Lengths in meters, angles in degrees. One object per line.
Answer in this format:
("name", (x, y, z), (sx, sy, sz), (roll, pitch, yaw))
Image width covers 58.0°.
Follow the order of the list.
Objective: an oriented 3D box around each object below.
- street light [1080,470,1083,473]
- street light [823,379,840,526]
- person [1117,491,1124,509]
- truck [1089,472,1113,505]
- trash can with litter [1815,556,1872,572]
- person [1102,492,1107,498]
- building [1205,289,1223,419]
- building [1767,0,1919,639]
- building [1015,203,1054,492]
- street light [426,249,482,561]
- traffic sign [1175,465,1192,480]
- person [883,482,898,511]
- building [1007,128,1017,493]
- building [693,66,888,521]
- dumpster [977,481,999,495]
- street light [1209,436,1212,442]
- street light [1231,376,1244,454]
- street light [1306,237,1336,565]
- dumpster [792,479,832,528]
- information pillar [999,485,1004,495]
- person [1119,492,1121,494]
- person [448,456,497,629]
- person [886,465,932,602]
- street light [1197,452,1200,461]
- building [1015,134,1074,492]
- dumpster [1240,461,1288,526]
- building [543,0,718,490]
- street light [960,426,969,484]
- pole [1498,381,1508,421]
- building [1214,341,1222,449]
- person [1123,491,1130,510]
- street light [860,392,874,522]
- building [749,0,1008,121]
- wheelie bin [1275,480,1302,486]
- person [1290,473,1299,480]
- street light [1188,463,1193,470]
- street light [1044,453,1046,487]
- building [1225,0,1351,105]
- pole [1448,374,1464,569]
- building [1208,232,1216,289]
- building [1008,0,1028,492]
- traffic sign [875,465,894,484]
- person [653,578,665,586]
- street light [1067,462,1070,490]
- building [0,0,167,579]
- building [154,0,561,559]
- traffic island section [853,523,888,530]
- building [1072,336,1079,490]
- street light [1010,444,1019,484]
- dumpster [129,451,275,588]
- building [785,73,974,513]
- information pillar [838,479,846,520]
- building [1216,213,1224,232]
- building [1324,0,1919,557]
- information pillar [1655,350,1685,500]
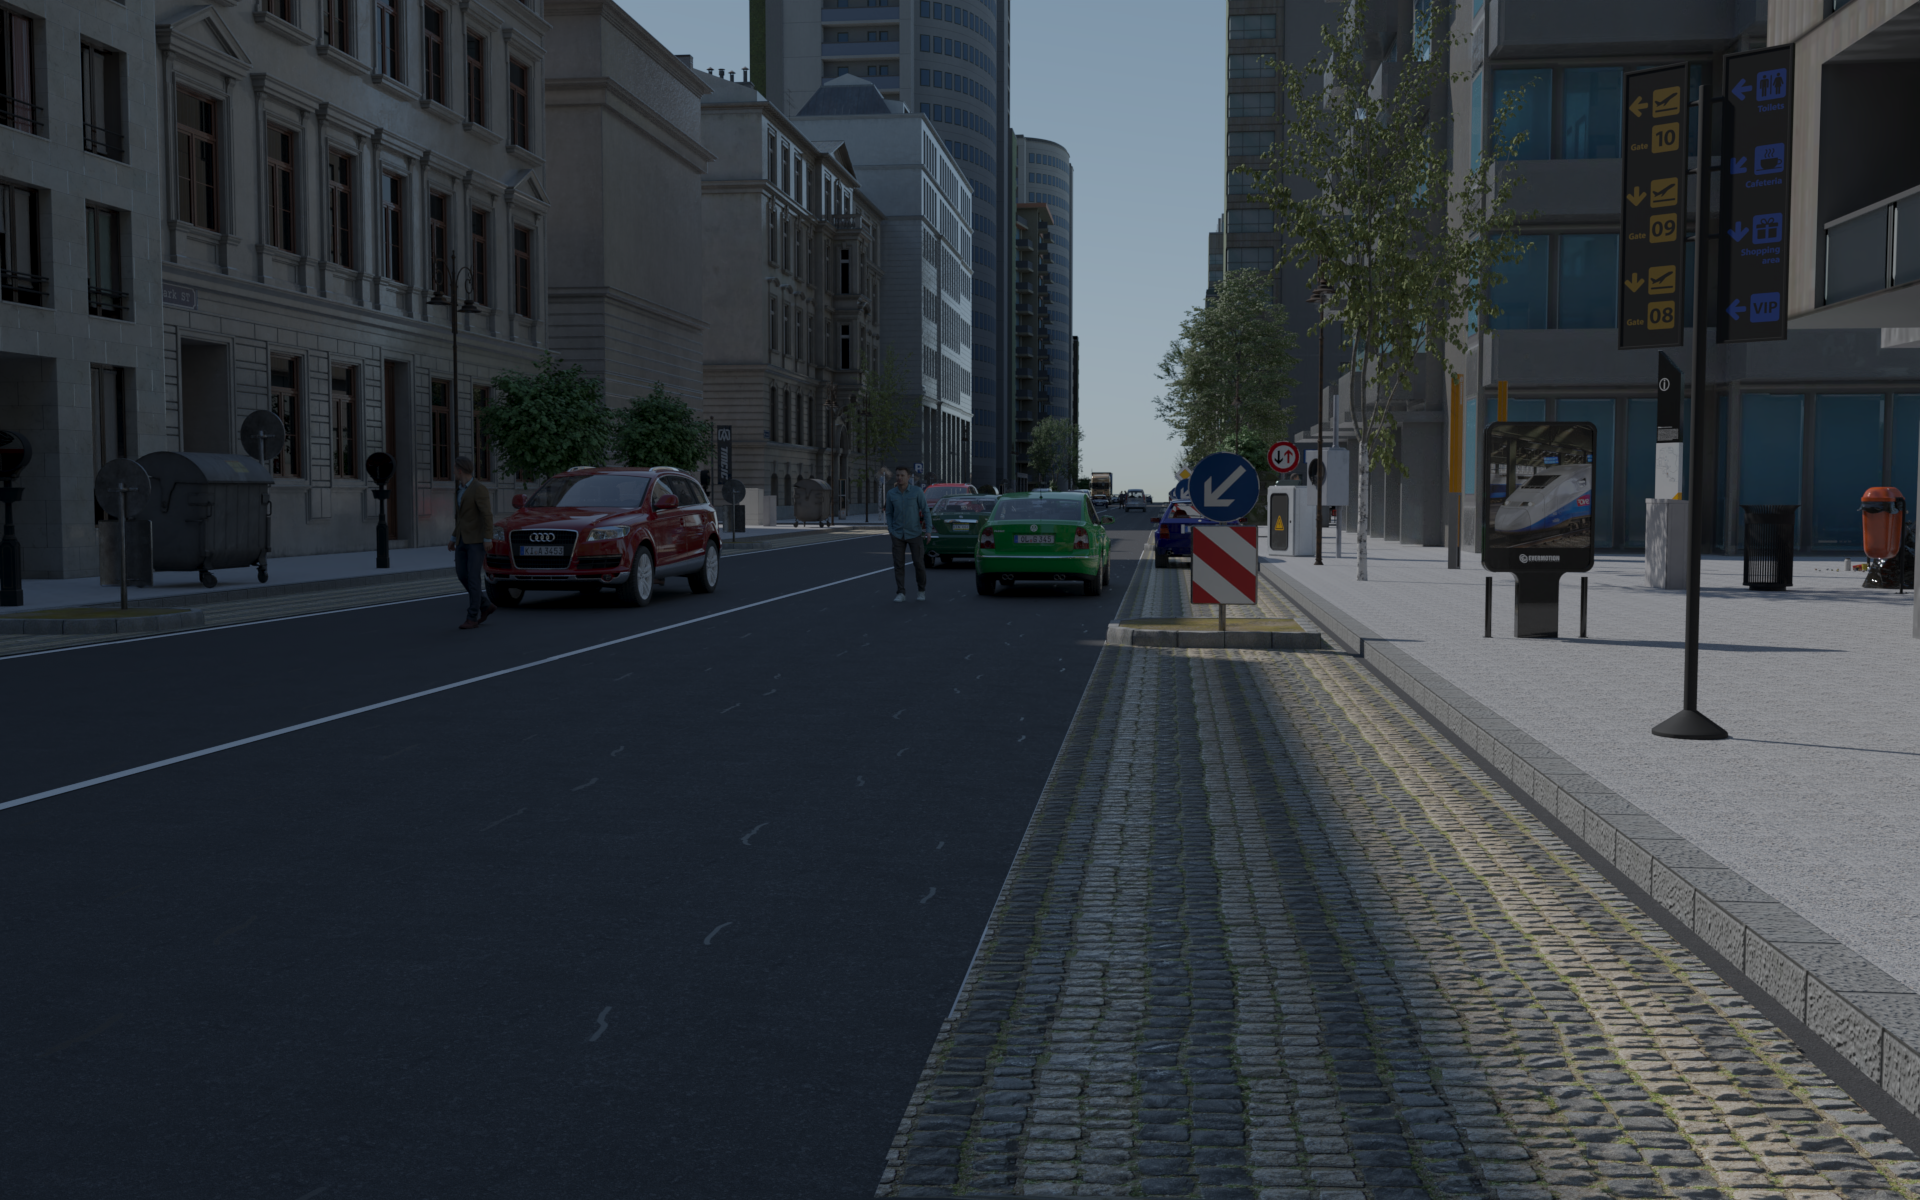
("street light", (19.272, -18.413, 273.833), (0.468, 5.910, 1.993), (0, 4, 7))
("street light", (-5.148, -5.933, 69.789), (0.468, 5.910, 1.993), (0, 4, 7))
("person", (15.508, -9.604, 166.079), (0.990, 1.755, 0.434), (2, 4, 34))
("truck", (18.284, -14.331, 223.232), (2.839, 4.237, 11.283), (0, 4, 7))
("trash can with litter", (15.343, -1.054, 28.295), (1.678, 1.210, 2.233), (-1, 4, -23))
("person", (17.797, -12.551, 214.239), (0.617, 1.759, 0.750), (1, 4, 20))
("building", (41.305, -28.827, 243.014), (14.160, 30.474, 14.107), (0, 4, 7))
("building", (13.421, -20.002, 10.626), (14.154, 41.232, 14.086), (0, 4, 7))
("building", (2.253, -36.673, 254.233), (22.147, 44.769, 28.867), (0, 4, 7))
("street light", (-9.588, -3.680, 32.951), (0.468, 5.910, 1.993), (0, 4, 7))
("traffic sign", (8.932, -4.063, 68.621), (0.795, 2.593, 0.064), (0, 4, 7))
("person", (-2.329, -3.338, 62.846), (0.659, 1.850, 0.755), (3, 5, 43))
("building", (-1.460, -30.896, 188.738), (14.154, 41.232, 14.086), (0, 4, 7))
("building", (-12.354, -17.112, 98.863), (14.460, 24.649, 34.723), (0, 4, 7))
("dumpster", (2.075, -7.843, 130.734), (1.502, 2.255, 1.985), (0, 4, 7))
("street light", (16.282, -8.550, 112.579), (0.468, 5.910, 1.993), (0, 4, 7))
("street light", (10.860, -5.821, 67.968), (0.468, 5.910, 1.993), (0, 4, 7))
("street light", (6.483, -3.568, 31.122), (0.468, 5.910, 1.993), (0, 4, 7))
("dumpster", (-5.694, -3.721, 66.595), (1.264, 1.857, 1.865), (0, 4, 7))
("information pillar", (3.313, -8.106, 137.031), (0.304, 2.012, 0.304), (2, 4, 26))
("person", (26.710, -17.153, 289.750), (0.445, 1.727, 0.742), (-1, 4, -13))
("person", (-5.283, -0.630, 18.706), (0.656, 1.842, 0.836), (1, 4, 12))
("person", (-0.674, -0.898, 23.199), (0.660, 1.820, 0.620), (1, 4, 11))
("street light", (21.062, -11.012, 152.837), (0.468, 5.910, 1.993), (0, 4, 7))
("building", (7.171, -45.328, 283.108), (21.231, 58.520, 28.212), (0, 4, 7))
("dumpster", (9.060, -3.042, 52.232), (1.502, 2.255, 1.985), (0, 4, 7))
("building", (-22.048, -13.462, 61.898), (24.055, 21.916, 13.314), (0, 4, 7))
("street light", (0.347, -8.713, 115.252), (0.468, 5.910, 1.993), (0, 4, 7))
("pole", (9.794, -2.293, 31.330), (0.158, 3.312, 0.155), (0, 3, 0))
("building", (44.465, -22.163, 207.408), (27.650, 21.520, 28.899), (0, 4, 7))
("person", (15.314, -9.216, 159.622), (0.683, 1.767, 0.568), (1, 4, 22))
("street light", (-4.227, -6.461, 78.430), (0.468, 5.910, 1.993), (0, 4, 7))
("building", (-7.130, -38.258, 167.516), (21.231, 58.520, 28.212), (0, 4, 7))
("wheelie bin", (7.275, -1.867, 38.435), (0.693, 1.594, 0.980), (-3, 5, -45))
("person", (8.764, -2.432, 45.904), (0.679, 1.850, 0.850), (-2, 4, -32))
("street light", (25.484, -13.268, 189.720), (0.468, 5.910, 1.993), (0, 4, 7))
("street light", (9.438, -13.405, 191.961), (0.468, 5.910, 1.993), (0, 4, 7))
("building", (25.424, -26.729, 120.615), (14.154, 41.232, 14.086), (0, 4, 7))
("pole", (8.452, -2.182, 29.524), (0.158, 3.312, 0.155), (0, 3, 0))
("building", (45.655, -35.905, 270.648), (14.154, 41.232, 14.086), (0, 4, 7))
("building", (-2.405, -46.989, 206.520), (20.563, 71.187, 20.611), (0, 4, 7))
("traffic sign", (-3.074, -4.152, 70.073), (0.795, 2.593, 0.064), (0, 4, 7))
("person", (-4.527, -1.140, 27.111), (0.822, 1.834, 0.622), (-1, 4, -10))
("street light", (14.870, -16.159, 236.990), (0.468, 5.910, 1.993), (0, 4, 7))
("building", (-19.281, -10.136, 20.470), (10.420, 20.320, 16.860), (0, 4, 7))
("building", (-17.949, -12.472, 40.081), (11.583, 22.565, 21.152), (0, 4, 7))
("traffic island section", (-3.098, -2.927, 70.143), (2.009, 0.180, 2.903), (0, 4, 7))
("building", (13.585, -32.614, 304.943), (14.160, 30.474, 14.107), (0, 4, 7))
("street light", (4.655, -10.967, 152.106), (0.468, 5.910, 1.993), (0, 4, 7))
("dumpster", (-10.625, -1.131, 24.255), (1.264, 1.857, 1.865), (0, 4, 7))
("building", (-6.141, -21.601, 130.670), (11.434, 29.767, 29.804), (0, 4, 7))
("information pillar", (-5.907, -5.032, 86.768), (0.304, 2.012, 0.304), (-2, 4, -26))
("building", (53.124, -41.119, 291.906), (23.786, 49.044, 30.456), (0, 4, 7))
("building", (22.135, -26.177, 47.611), (23.786, 49.044, 30.456), (0, 4, 7))
("information pillar", (11.500, -2.248, 28.115), (0.183, 3.616, 0.504), (-2, 4, -25))
